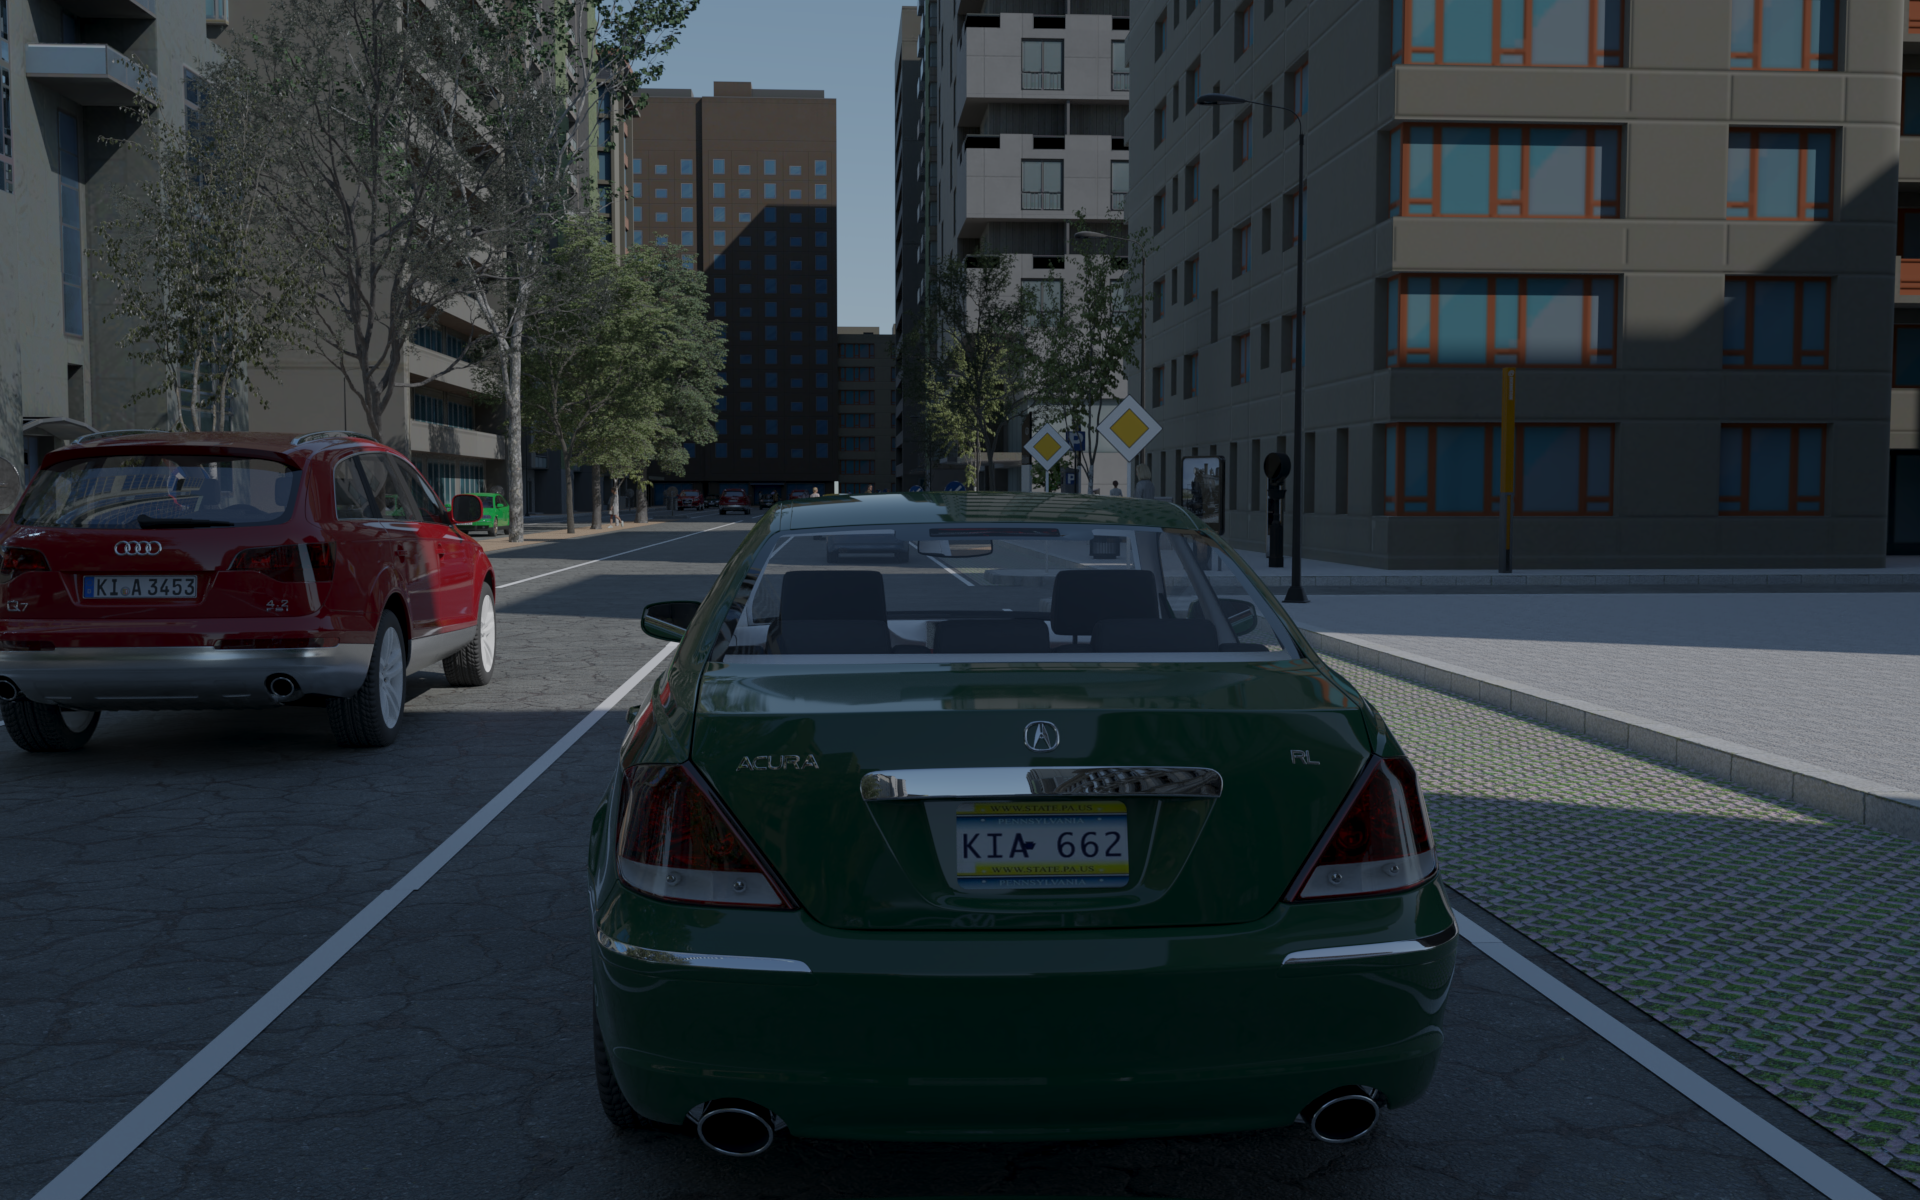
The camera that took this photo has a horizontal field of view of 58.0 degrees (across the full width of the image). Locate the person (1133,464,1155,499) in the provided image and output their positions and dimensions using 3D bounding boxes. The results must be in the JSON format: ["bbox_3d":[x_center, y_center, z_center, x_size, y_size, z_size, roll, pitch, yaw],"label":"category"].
[{"bbox_3d":[3.103,-1.424,29.514,0.728,1.800,0.709,3,5,39],"label":"person"}]

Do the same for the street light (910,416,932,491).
[{"bbox_3d":[-2.286,-7.988,103.151,1.470,5.913,1.316,0,4,-4],"label":"street light"}]

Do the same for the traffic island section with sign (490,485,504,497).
[{"bbox_3d":[-21.000,-4.269,78.425,1.989,1.847,2.006,0,4,-4],"label":"traffic island section with sign"}]

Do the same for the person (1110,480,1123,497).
[{"bbox_3d":[5.391,-3.253,59.806,0.480,1.755,0.524,0,4,-3],"label":"person"}]

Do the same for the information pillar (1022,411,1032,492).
[{"bbox_3d":[1.906,-3.542,49.274,0.183,3.616,0.504,-2,4,-26],"label":"information pillar"}]

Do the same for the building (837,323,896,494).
[{"bbox_3d":[0.262,-21.818,201.766,28.899,21.520,27.650,0,4,-4],"label":"building"}]

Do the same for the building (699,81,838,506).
[{"bbox_3d":[-20.699,-33.133,191.841,14.200,45.320,14.600,0,4,-4],"label":"building"}]

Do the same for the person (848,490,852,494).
[{"bbox_3d":[-11.158,-10.130,173.996,0.709,1.838,0.599,-3,5,-42],"label":"person"}]

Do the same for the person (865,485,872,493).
[{"bbox_3d":[-4.029,-4.137,76.049,0.656,1.842,0.836,2,4,29],"label":"person"}]

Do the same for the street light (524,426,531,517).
[{"bbox_3d":[-24.146,-7.711,98.623,1.470,5.913,1.316,0,4,-4],"label":"street light"}]

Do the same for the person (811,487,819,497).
[{"bbox_3d":[-6.741,-4.421,81.449,0.731,1.740,0.598,1,4,11],"label":"person"}]

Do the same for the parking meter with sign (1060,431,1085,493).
[{"bbox_3d":[3.114,-3.217,48.861,0.543,3.016,1.738,0,4,-6],"label":"parking meter with sign"}]

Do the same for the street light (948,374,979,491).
[{"bbox_3d":[0.133,-5.788,67.167,1.470,5.913,1.316,0,4,-4],"label":"street light"}]

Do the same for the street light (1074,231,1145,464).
[{"bbox_3d":[2.719,-3.565,30.835,1.470,5.913,1.316,0,4,-4],"label":"street light"}]

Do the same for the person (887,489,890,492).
[{"bbox_3d":[-4.741,-6.532,115.855,0.434,1.755,0.990,0,4,2],"label":"person"}]

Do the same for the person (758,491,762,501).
[{"bbox_3d":[-19.715,-9.931,171.657,0.721,1.735,1.217,-1,4,-12],"label":"person"}]

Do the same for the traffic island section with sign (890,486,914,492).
[{"bbox_3d":[-2.175,-4.407,80.678,1.989,1.847,2.006,0,4,-4],"label":"traffic island section with sign"}]

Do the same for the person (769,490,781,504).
[{"bbox_3d":[-16.029,-8.676,150.450,1.348,1.812,0.705,2,4,31],"label":"person"}]

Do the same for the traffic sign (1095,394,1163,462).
[{"bbox_3d":[1.994,-1.104,20.244,0.795,2.593,0.064,0,4,-4],"label":"traffic sign"}]

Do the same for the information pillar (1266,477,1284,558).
[{"bbox_3d":[6.312,-1.847,34.694,0.304,2.012,0.304,1,4,21],"label":"information pillar"}]

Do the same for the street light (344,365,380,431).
[{"bbox_3d":[-21.644,-5.509,62.605,1.470,5.913,1.316,0,4,-4],"label":"street light"}]

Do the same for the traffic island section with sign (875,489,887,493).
[{"bbox_3d":[-7.540,-9.116,157.676,1.989,1.847,2.006,0,4,-4],"label":"traffic island section with sign"}]

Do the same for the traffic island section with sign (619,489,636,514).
[{"bbox_3d":[-24.483,-7.332,128.505,1.989,1.847,2.006,0,4,-4],"label":"traffic island section with sign"}]

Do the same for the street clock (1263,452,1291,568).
[{"bbox_3d":[5.529,-1.569,30.229,0.358,2.002,0.471,-2,4,-31],"label":"street clock"}]

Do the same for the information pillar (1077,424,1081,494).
[{"bbox_3d":[3.502,-3.649,51.020,0.183,3.616,0.504,0,4,-2],"label":"information pillar"}]

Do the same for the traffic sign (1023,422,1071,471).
[{"bbox_3d":[1.440,-1.591,28.210,0.795,2.593,0.064,0,4,-4],"label":"traffic sign"}]

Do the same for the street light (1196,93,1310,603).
[{"bbox_3d":[3.440,-2.921,20.300,1.470,5.913,1.316,0,4,-4],"label":"street light"}]

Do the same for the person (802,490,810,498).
[{"bbox_3d":[-10.590,-6.718,119.004,0.551,1.740,0.621,-2,4,-24],"label":"person"}]

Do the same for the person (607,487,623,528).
[{"bbox_3d":[-14.616,-3.918,73.314,0.466,1.731,0.760,3,4,37],"label":"person"}]

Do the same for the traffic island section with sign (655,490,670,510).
[{"bbox_3d":[-26.400,-9.024,156.176,1.989,1.847,2.006,0,4,-4],"label":"traffic island section with sign"}]

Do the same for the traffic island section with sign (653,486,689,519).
[{"bbox_3d":[-17.001,-5.741,101.994,2.006,1.907,1.989,0,4,-4],"label":"traffic island section with sign"}]

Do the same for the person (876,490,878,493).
[{"bbox_3d":[-6.637,-7.878,138.021,1.217,1.735,0.721,1,4,9],"label":"person"}]

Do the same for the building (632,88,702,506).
[{"bbox_3d":[-34.896,-33.101,191.311,14.200,45.320,14.600,0,4,-4],"label":"building"}]

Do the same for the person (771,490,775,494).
[{"bbox_3d":[-18.021,-9.759,167.928,0.709,1.838,0.599,1,4,13],"label":"person"}]

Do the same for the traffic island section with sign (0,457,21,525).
[{"bbox_3d":[-11.272,-0.704,19.647,2.006,1.907,1.989,0,4,-4],"label":"traffic island section with sign"}]

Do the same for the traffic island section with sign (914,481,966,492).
[{"bbox_3d":[-0.302,-2.762,53.788,1.989,1.847,2.006,0,4,-4],"label":"traffic island section with sign"}]
